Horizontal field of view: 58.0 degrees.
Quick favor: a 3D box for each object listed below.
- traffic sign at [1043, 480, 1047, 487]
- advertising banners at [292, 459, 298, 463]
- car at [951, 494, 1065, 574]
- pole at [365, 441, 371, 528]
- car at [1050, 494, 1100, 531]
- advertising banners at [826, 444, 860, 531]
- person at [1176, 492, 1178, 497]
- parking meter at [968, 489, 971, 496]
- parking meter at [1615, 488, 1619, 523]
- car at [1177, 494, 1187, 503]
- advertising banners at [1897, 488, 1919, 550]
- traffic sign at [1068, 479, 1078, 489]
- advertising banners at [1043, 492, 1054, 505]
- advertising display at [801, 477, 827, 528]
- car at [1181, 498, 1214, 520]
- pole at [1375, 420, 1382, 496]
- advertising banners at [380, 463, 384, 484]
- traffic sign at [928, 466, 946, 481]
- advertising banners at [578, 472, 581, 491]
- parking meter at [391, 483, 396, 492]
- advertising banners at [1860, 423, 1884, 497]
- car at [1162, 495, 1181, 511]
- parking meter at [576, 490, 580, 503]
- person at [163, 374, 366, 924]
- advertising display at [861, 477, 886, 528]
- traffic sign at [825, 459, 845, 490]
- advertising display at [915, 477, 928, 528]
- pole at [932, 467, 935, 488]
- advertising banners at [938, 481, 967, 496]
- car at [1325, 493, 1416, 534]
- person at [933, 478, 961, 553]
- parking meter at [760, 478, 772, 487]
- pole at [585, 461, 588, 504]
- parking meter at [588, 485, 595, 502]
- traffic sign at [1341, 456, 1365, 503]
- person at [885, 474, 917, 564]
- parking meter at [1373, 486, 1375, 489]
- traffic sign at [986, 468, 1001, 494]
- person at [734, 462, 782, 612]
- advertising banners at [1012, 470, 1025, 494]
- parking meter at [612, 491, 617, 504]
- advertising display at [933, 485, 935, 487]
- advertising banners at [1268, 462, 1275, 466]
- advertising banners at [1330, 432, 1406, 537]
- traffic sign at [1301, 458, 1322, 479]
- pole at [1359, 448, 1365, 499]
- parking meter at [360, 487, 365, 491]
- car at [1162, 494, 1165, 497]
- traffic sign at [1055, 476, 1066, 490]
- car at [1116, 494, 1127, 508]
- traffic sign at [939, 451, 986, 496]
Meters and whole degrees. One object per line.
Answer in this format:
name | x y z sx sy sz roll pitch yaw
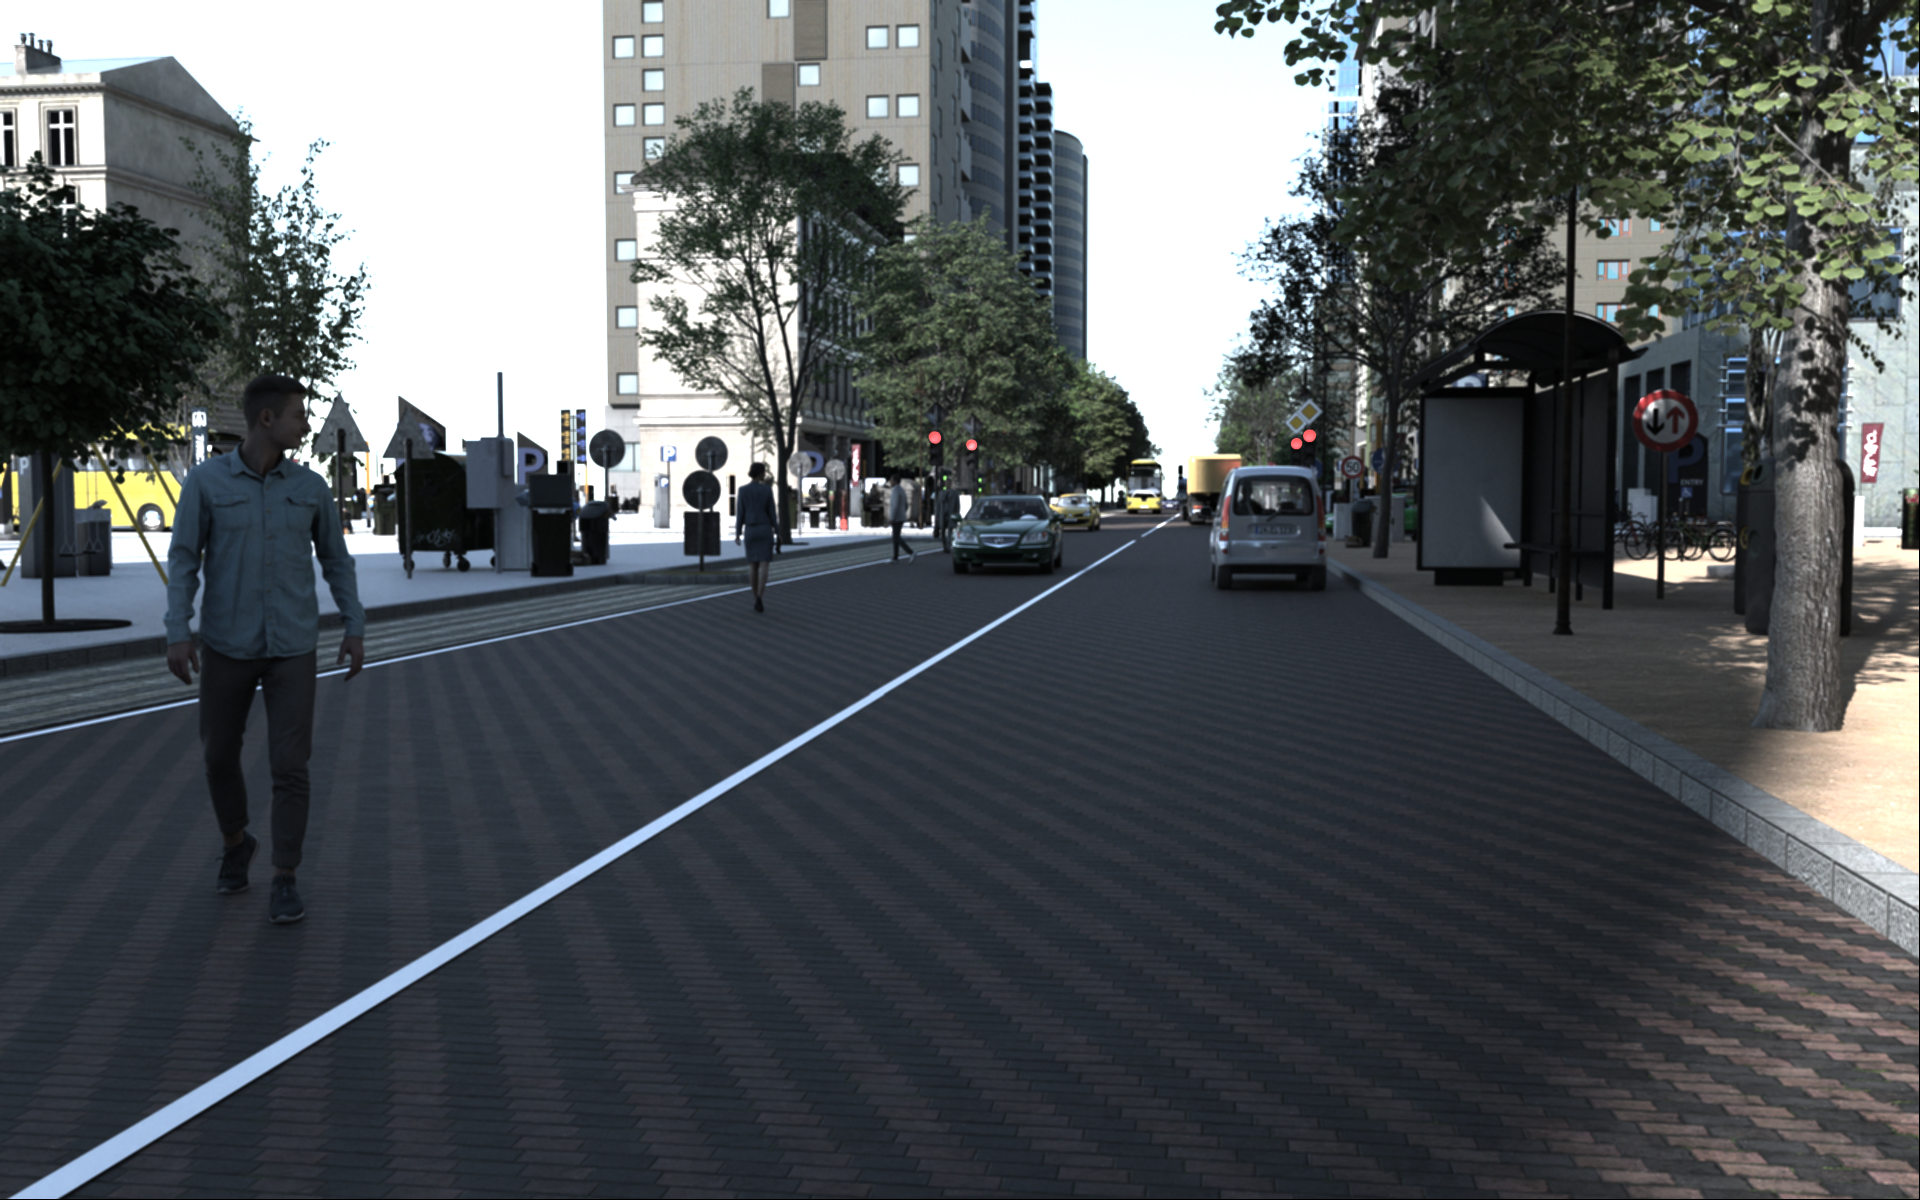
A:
traffic sign | 5.763 -7.547 123.393 0.884 2.594 0.081 1 4 14
advertising banners | -33.172 -5.429 84.954 2.074 3.025 0.090 2 4 27
car | 0.951 -1.281 32.737 2.131 1.459 4.920 0 4 6
pole | -22.630 -4.427 66.222 0.158 3.312 0.155 0 3 0
car | 4.504 -3.513 67.661 2.015 1.641 3.980 1 4 10
advertising banners | -4.107 -3.968 61.069 0.090 3.025 2.074 -3 4 -38
person | 33.855 -15.927 269.614 1.217 1.736 0.721 -1 4 -17
parking meter | 0.633 -6.246 107.828 0.255 1.863 0.399 0 4 3
parking meter | 28.870 -4.158 76.391 0.372 1.533 0.369 0 3 0
car | 33.567 -15.391 261.870 2.015 1.641 3.980 1 4 9
advertising banners | 22.334 -2.628 39.152 0.090 3.025 2.074 -3 5 -39
traffic sign | 8.721 -8.094 133.528 0.795 2.450 0.064 1 4 15
advertising banners | 5.954 -7.717 122.354 0.090 3.025 2.074 3 5 42
advertising display | -5.505 -3.689 65.522 0.974 1.923 0.123 0 4 -6
car | 13.282 -5.299 96.425 2.009 1.686 4.222 1 4 8
pole | 11.527 -3.295 47.715 0.158 3.312 0.155 0 3 0
advertising banners | -31.714 -6.115 96.165 0.090 3.025 2.074 -3 5 -44
traffic sign | -0.976 -4.301 70.323 0.884 2.594 0.081 1 4 16
advertising banners | -29.821 -8.454 134.414 0.090 3.025 2.074 1 4 10
parking meter | -29.472 -5.150 89.906 0.255 1.863 0.399 1 4 9
advertising banners | 22.006 -2.883 43.327 0.090 3.025 2.074 -3 4 -36
car | 18.114 -8.390 149.751 1.945 1.354 3.894 0 4 7
parking meter | -22.995 -5.836 103.832 0.372 1.533 0.369 0 3 0
person | -2.408 0.142 6.045 0.638 1.841 0.748 -1 4 -18
advertising display | -3.232 -3.695 65.621 0.974 1.923 0.123 -2 4 -33
traffic sign | -4.575 -3.867 63.325 0.768 2.556 0.104 1 4 14
advertising display | -1.493 -3.763 66.731 0.123 1.923 0.974 -2 4 -24
pole | -1.958 -8.285 129.300 0.158 3.312 0.155 0 3 0
advertising banners | -0.577 -6.331 99.707 2.074 3.025 0.090 -1 4 -16
car | 13.640 -2.775 54.159 4.718 1.807 1.959 1 4 9
person | -0.332 -2.058 42.255 0.694 1.812 0.767 1 4 16
parking meter | -7.132 -3.546 63.695 0.255 1.863 0.399 3 5 44
pole | -22.703 -6.817 105.293 0.158 3.312 0.155 0 3 0
parking meter | -22.946 -6.244 107.799 0.255 1.863 0.399 1 4 19
traffic sign | 13.009 -3.506 57.430 0.768 2.556 0.104 1 4 14
person | -1.202 -1.669 35.634 0.795 1.843 0.661 1 4 21
parking meter | 28.730 -6.990 119.996 0.255 1.863 0.399 1 4 12
traffic sign | 1.573 -5.093 83.369 0.768 2.556 0.104 1 4 9
person | -2.496 -0.776 21.211 0.581 1.822 0.654 1 4 11
advertising banners | 3.498 -6.271 98.725 2.074 3.025 0.090 -2 4 -24
parking meter | -26.276 -7.538 131.652 0.372 1.533 0.369 0 3 0
advertising display | -1.628 -7.341 125.237 0.123 1.923 0.974 2 4 34
advertising banners | 17.750 -6.024 94.674 2.074 3.025 0.090 -1 4 -18
advertising banners | 11.592 -3.245 49.247 2.074 3.025 0.090 1 4 10
traffic sign | 12.402 -3.727 61.038 0.768 2.556 0.104 1 4 9
pole | 17.640 -5.027 76.029 0.158 3.312 0.155 0 3 0
parking meter | -47.398 -8.058 137.457 0.399 1.863 0.255 3 4 38
car | 31.737 -16.072 272.994 2.015 1.641 3.980 0 4 7
traffic sign | 7.105 -7.484 122.463 0.768 2.556 0.104 1 4 10
car | 15.765 -9.475 163.718 1.959 1.807 4.718 1 4 9
traffic sign | 0.116 -5.366 81.615 2.265 3.308 0.079 1 4 13
